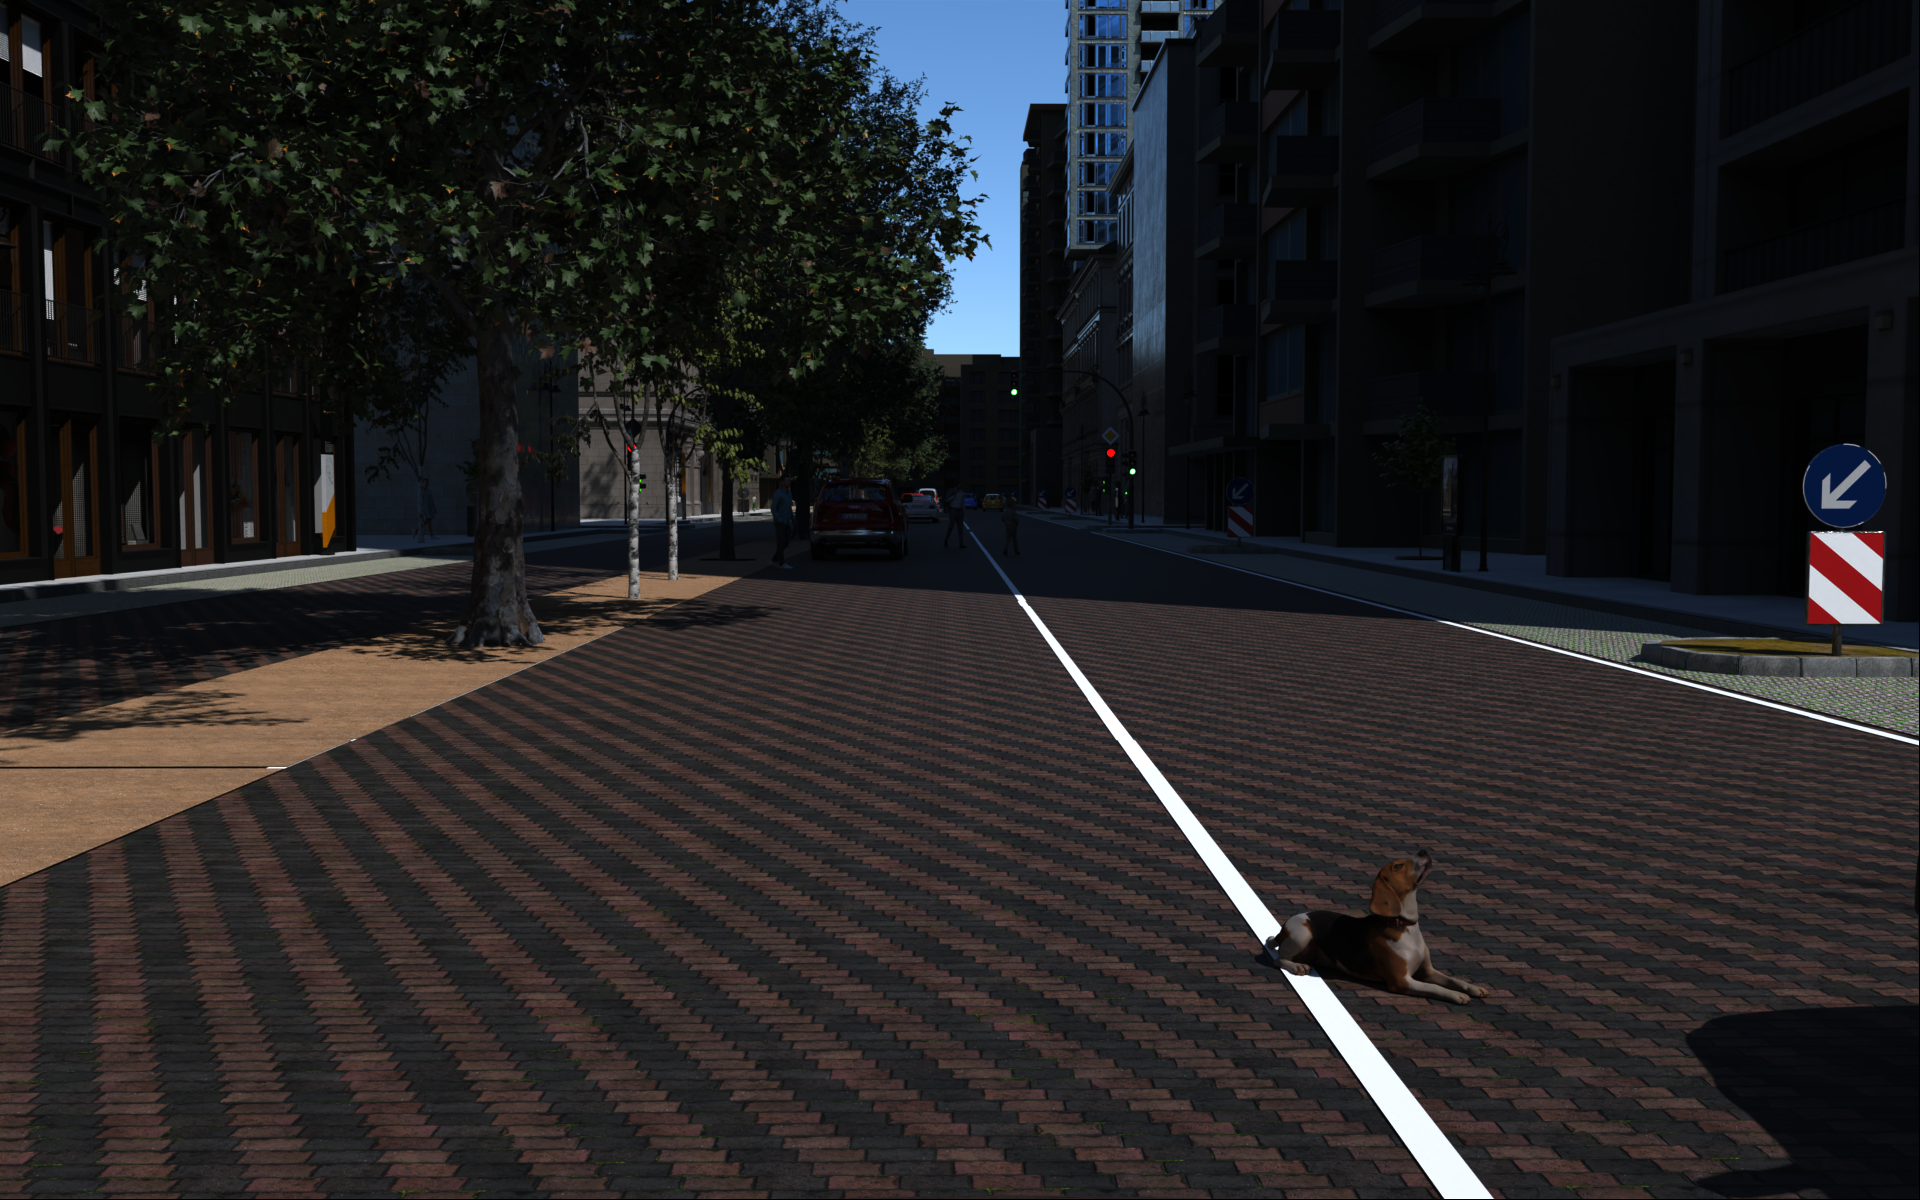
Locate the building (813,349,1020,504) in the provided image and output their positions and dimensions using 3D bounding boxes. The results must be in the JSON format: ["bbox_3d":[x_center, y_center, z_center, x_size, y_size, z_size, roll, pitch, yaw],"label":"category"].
[{"bbox_3d":[-5.507,-24.440,244.630,28.899,21.520,27.650,0,4,-1],"label":"building"}]

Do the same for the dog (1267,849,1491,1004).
[{"bbox_3d":[1.225,0.917,5.201,0.550,0.427,0.748,0,4,-2],"label":"dog"}]

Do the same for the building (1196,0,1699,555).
[{"bbox_3d":[18.564,-24.094,48.563,22.147,44.769,28.867,0,4,-1],"label":"building"}]

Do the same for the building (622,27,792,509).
[{"bbox_3d":[-26.293,-30.969,160.965,22.147,44.769,28.867,0,4,-1],"label":"building"}]

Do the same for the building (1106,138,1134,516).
[{"bbox_3d":[14.645,-16.458,97.971,11.050,23.489,19.941,0,4,-1],"label":"building"}]

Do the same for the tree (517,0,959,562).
[{"bbox_3d":[-4.943,-7.565,36.509,12.009,13.543,11.850,0,3,0],"label":"tree"}]

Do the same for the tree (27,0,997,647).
[{"bbox_3d":[-4.414,-5.926,16.353,9.611,12.733,9.660,0,3,0],"label":"tree"}]

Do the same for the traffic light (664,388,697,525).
[{"bbox_3d":[-9.965,-5.931,71.644,4.771,5.953,1.251,0,4,-1],"label":"traffic light"}]

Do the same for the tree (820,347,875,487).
[{"bbox_3d":[-4.614,-5.682,45.718,4.737,8.622,4.395,0,3,0],"label":"tree"}]

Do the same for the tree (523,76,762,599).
[{"bbox_3d":[-4.454,-4.326,23.549,4.360,8.622,3.978,0,3,0],"label":"tree"}]

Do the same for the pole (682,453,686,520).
[{"bbox_3d":[-13.629,-5.605,85.478,0.158,3.312,0.155,0,3,0],"label":"pole"}]

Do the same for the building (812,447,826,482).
[{"bbox_3d":[-30.738,-34.037,211.121,28.867,44.769,22.147,0,4,-1],"label":"building"}]

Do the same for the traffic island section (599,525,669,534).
[{"bbox_3d":[-12.015,-2.536,63.737,2.009,0.180,2.903,0,4,-1],"label":"traffic island section"}]

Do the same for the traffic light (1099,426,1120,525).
[{"bbox_3d":[6.205,-5.068,71.787,0.839,4.253,0.868,0,4,-1],"label":"traffic light"}]

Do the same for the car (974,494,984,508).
[{"bbox_3d":[1.406,-10.011,173.468,2.009,1.686,4.222,0,4,-2],"label":"car"}]

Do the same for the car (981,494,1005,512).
[{"bbox_3d":[2.707,-8.098,142.632,2.015,1.641,3.980,0,3,0],"label":"car"}]

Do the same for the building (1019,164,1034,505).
[{"bbox_3d":[14.375,-32.524,215.357,14.154,41.232,14.086,0,4,-1],"label":"building"}]

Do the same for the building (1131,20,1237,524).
[{"bbox_3d":[23.481,-15.846,78.156,30.058,24.678,14.314,0,4,-1],"label":"building"}]

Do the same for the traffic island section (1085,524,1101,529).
[{"bbox_3d":[6.245,-3.035,71.901,2.009,0.180,2.903,0,4,-1],"label":"traffic island section"}]

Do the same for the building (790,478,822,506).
[{"bbox_3d":[-31.408,-30.314,187.518,32.217,40.220,23.993,0,4,-1],"label":"building"}]

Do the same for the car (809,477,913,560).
[{"bbox_3d":[-2.231,-1.872,39.274,2.281,1.827,5.304,0,4,0],"label":"car"}]

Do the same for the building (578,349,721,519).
[{"bbox_3d":[-19.606,-14.679,90.911,10.553,20.767,40.483,0,4,-1],"label":"building"}]

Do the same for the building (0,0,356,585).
[{"bbox_3d":[-19.609,-12.263,30.184,12.332,23.373,15.834,0,4,-1],"label":"building"}]

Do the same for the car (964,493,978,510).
[{"bbox_3d":[0.657,-9.040,157.397,1.945,1.707,3.694,0,4,-2],"label":"car"}]

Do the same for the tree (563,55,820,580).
[{"bbox_3d":[-4.709,-4.611,28.203,4.737,8.622,4.395,0,3,0],"label":"tree"}]

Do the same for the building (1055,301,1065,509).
[{"bbox_3d":[13.386,-16.677,137.290,10.561,19.102,19.286,0,4,-1],"label":"building"}]

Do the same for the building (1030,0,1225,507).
[{"bbox_3d":[18.614,-51.920,161.557,22.319,86.520,31.000,0,4,-1],"label":"building"}]

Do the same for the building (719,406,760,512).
[{"bbox_3d":[-23.425,-17.904,126.014,16.112,22.955,30.059,0,4,-1],"label":"building"}]

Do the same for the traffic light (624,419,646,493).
[{"bbox_3d":[-11.975,-4.568,63.603,0.839,4.253,0.868,0,4,-1],"label":"traffic light"}]

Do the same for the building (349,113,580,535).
[{"bbox_3d":[-22.584,-12.493,59.015,16.860,20.320,10.420,0,4,-1],"label":"building"}]

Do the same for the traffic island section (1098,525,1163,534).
[{"bbox_3d":[6.325,-2.547,63.916,2.009,0.180,2.903,0,4,-1],"label":"traffic island section"}]

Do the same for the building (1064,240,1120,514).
[{"bbox_3d":[13.278,-15.499,118.038,10.561,19.102,19.286,0,4,-1],"label":"building"}]

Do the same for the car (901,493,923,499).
[{"bbox_3d":[-2.813,-5.780,103.537,2.155,1.783,4.494,0,4,-2],"label":"car"}]

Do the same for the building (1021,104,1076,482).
[{"bbox_3d":[18.178,-32.910,192.706,22.147,44.769,28.867,0,4,-1],"label":"building"}]

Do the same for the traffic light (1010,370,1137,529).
[{"bbox_3d":[4.194,-5.442,63.640,4.771,5.953,1.251,0,4,-1],"label":"traffic light"}]

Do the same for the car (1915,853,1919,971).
[{"bbox_3d":[3.145,0.453,2.379,2.009,1.686,4.222,0,4,-2],"label":"car"}]

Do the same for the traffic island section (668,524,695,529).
[{"bbox_3d":[-12.096,-3.024,71.722,2.009,0.180,2.903,0,4,-1],"label":"traffic island section"}]

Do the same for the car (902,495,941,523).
[{"bbox_3d":[-2.005,-4.578,87.212,2.083,1.381,4.827,0,4,1],"label":"car"}]

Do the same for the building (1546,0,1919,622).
[{"bbox_3d":[19.584,-35.280,15.087,20.563,71.187,20.611,0,4,-1],"label":"building"}]

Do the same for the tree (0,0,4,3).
[{"bbox_3d":[-4.618,-4.790,6.532,9.928,11.665,9.643,0,3,0],"label":"tree"}]
